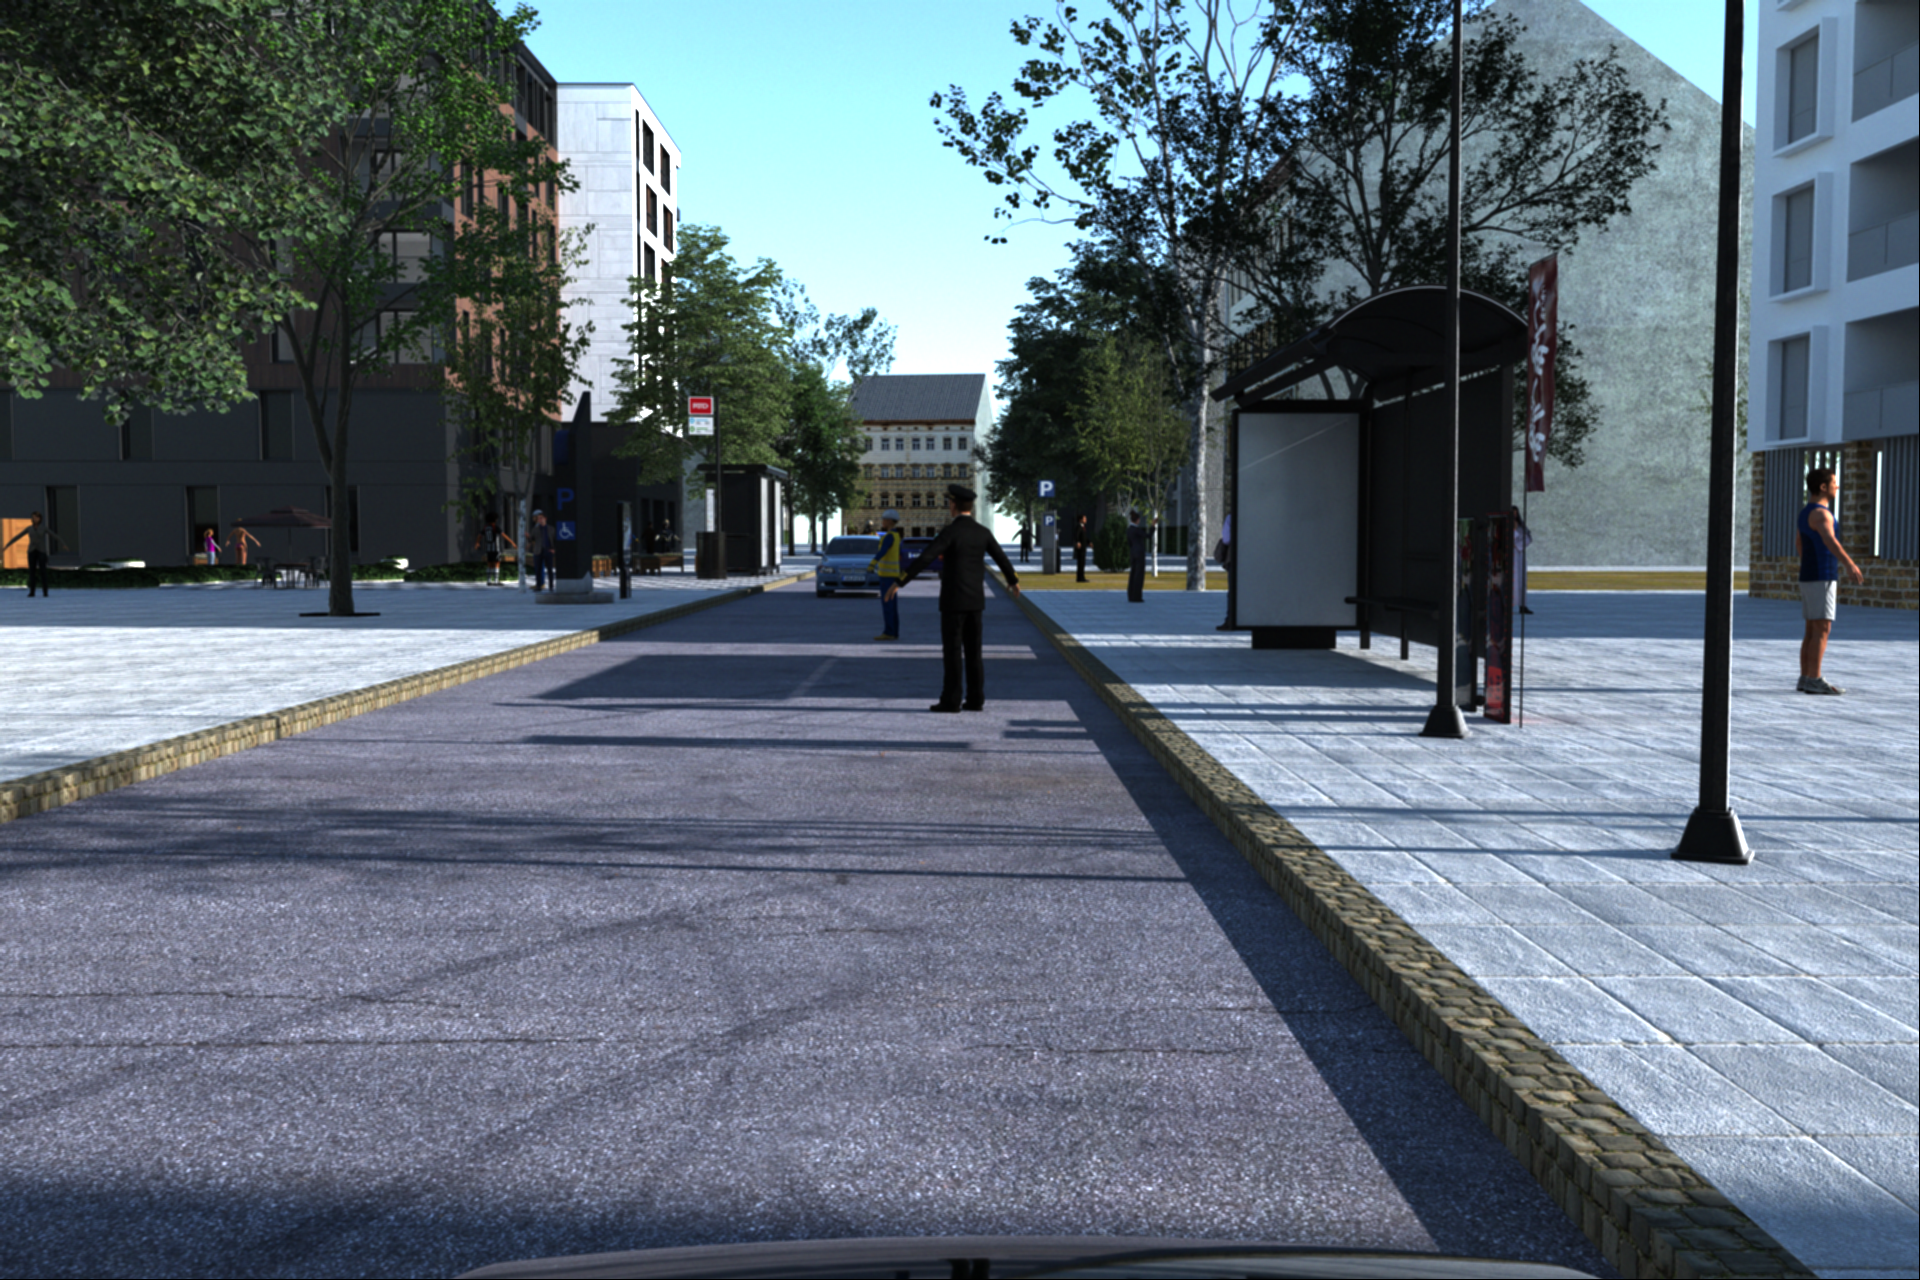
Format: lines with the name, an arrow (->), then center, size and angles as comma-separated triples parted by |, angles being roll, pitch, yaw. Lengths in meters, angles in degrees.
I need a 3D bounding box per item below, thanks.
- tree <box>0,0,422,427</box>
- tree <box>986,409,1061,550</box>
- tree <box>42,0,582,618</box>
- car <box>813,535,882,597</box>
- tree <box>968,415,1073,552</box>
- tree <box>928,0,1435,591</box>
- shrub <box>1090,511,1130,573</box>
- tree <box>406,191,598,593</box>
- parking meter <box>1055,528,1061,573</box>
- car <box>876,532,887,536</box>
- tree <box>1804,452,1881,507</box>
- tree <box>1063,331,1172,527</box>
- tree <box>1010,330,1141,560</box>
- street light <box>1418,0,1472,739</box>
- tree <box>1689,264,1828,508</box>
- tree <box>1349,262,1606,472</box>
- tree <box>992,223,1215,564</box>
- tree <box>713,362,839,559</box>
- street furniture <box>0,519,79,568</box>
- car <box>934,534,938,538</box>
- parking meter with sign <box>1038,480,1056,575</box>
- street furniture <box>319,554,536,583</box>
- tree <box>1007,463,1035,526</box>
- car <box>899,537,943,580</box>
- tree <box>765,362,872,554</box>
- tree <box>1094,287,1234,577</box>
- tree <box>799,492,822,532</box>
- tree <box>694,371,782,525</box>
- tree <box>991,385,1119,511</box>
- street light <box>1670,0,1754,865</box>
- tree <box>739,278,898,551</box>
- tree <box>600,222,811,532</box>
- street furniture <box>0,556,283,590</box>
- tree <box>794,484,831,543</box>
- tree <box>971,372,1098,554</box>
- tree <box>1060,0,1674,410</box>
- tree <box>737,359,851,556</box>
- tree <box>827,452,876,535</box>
tree -> -9.455, -6.588, 14.371 | 9.857, 13.997, 8.962 | 0, 3, 0
tree -> 5.365, -13.402, 137.251 | 7.486, 12.596, 7.792 | 0, 3, 0
tree -> -9.784, -6.169, 26.611 | 9.928, 11.665, 9.643 | 0, 3, 0
car -> -2.402, -1.757, 40.731 | 2.014, 1.417, 4.499 | 0, 4, -1
tree -> 4.832, -11.708, 125.841 | 7.601, 10.594, 8.767 | 2, 4, 32
tree -> 5.625, -11.270, 40.148 | 12.611, 20.169, 13.585 | 0, 3, 0
shrub -> 5.067, -3.226, 56.793 | 1.661, 2.075, 1.752 | 0, 3, 0
tree -> -9.626, -5.327, 37.464 | 4.737, 8.622, 4.395 | 0, 3, 0
parking meter -> 3.112, -2.957, 56.757 | 0.372, 1.533, 0.369 | 0, 3, 0
car -> -3.011, -3.362, 64.566 | 1.945, 1.707, 3.694 | 0, 3, 0
tree -> 26.738, -6.408, 55.131 | 4.360, 8.622, 3.978 | 0, 3, 0
tree -> 5.843, -6.846, 62.299 | 4.737, 8.622, 4.395 | 0, 3, 0
tree -> 6.043, -9.873, 87.180 | 9.928, 11.665, 9.643 | 0, 3, 0
street light -> 3.631, -2.343, 10.842 | 1.470, 5.913, 1.316 | 0, 4, 0
tree -> 22.441, -5.896, 46.758 | 4.360, 8.622, 3.978 | 0, 3, 0
tree -> 17.271, -7.489, 56.860 | 8.767, 10.594, 7.601 | -1, 4, -19
tree -> 6.008, -10.172, 72.971 | 9.857, 13.997, 8.962 | 0, 3, 0
tree -> -9.716, -9.501, 89.750 | 7.601, 10.594, 8.767 | 0, 4, 1
street furniture -> -31.503, -2.689, 50.814 | 9.812, 1.723, 11.010 | 0, 4, -3
car -> -1.103, -6.917, 121.893 | 1.959, 1.807, 4.718 | 0, 4, 0
parking meter with sign -> 2.798, -3.606, 55.218 | 0.543, 3.016, 1.738 | 0, 4, -1
street furniture -> -14.983, -2.094, 49.862 | 5.734, 0.657, 10.072 | 0, 4, -6
tree -> 11.045, -20.048, 234.438 | 9.857, 13.997, 8.962 | 0, 3, 0
car -> -1.284, -2.646, 55.845 | 1.945, 1.354, 3.894 | 0, 4, -1
tree -> -9.672, -12.014, 114.557 | 7.486, 12.596, 7.792 | 0, 3, 0
tree -> 5.643, -6.224, 52.126 | 4.360, 8.622, 3.978 | 0, 3, 0
tree -> -19.597, -17.122, 230.301 | 4.737, 8.622, 4.395 | 0, 3, 0
tree -> -9.165, -7.566, 74.066 | 4.360, 8.622, 3.978 | 0, 3, 0
tree -> 5.538, -10.098, 99.515 | 8.767, 10.594, 7.601 | 2, 4, 29
street light -> 3.532, -2.089, 6.704 | 1.470, 5.913, 1.316 | 0, 4, 0
tree -> -11.708, -16.785, 130.322 | 12.611, 20.169, 13.585 | 0, 3, 0
tree -> -9.357, -8.925, 64.059 | 7.486, 12.596, 7.792 | 0, 3, 0
street furniture -> -21.443, -1.773, 44.615 | 5.734, 0.657, 10.072 | 0, 4, 3
tree -> -20.328, -18.512, 237.085 | 7.601, 10.594, 8.767 | 0, 4, -7
tree -> 5.956, -12.429, 113.592 | 12.009, 13.543, 11.850 | 0, 3, 0
tree -> 5.658, -5.581, 25.664 | 8.767, 10.594, 7.601 | -1, 4, -14
tree -> -9.932, -10.689, 100.515 | 9.928, 11.665, 9.643 | 0, 3, 0
tree -> -9.386, -11.917, 145.204 | 4.737, 8.622, 4.395 | 0, 3, 0
